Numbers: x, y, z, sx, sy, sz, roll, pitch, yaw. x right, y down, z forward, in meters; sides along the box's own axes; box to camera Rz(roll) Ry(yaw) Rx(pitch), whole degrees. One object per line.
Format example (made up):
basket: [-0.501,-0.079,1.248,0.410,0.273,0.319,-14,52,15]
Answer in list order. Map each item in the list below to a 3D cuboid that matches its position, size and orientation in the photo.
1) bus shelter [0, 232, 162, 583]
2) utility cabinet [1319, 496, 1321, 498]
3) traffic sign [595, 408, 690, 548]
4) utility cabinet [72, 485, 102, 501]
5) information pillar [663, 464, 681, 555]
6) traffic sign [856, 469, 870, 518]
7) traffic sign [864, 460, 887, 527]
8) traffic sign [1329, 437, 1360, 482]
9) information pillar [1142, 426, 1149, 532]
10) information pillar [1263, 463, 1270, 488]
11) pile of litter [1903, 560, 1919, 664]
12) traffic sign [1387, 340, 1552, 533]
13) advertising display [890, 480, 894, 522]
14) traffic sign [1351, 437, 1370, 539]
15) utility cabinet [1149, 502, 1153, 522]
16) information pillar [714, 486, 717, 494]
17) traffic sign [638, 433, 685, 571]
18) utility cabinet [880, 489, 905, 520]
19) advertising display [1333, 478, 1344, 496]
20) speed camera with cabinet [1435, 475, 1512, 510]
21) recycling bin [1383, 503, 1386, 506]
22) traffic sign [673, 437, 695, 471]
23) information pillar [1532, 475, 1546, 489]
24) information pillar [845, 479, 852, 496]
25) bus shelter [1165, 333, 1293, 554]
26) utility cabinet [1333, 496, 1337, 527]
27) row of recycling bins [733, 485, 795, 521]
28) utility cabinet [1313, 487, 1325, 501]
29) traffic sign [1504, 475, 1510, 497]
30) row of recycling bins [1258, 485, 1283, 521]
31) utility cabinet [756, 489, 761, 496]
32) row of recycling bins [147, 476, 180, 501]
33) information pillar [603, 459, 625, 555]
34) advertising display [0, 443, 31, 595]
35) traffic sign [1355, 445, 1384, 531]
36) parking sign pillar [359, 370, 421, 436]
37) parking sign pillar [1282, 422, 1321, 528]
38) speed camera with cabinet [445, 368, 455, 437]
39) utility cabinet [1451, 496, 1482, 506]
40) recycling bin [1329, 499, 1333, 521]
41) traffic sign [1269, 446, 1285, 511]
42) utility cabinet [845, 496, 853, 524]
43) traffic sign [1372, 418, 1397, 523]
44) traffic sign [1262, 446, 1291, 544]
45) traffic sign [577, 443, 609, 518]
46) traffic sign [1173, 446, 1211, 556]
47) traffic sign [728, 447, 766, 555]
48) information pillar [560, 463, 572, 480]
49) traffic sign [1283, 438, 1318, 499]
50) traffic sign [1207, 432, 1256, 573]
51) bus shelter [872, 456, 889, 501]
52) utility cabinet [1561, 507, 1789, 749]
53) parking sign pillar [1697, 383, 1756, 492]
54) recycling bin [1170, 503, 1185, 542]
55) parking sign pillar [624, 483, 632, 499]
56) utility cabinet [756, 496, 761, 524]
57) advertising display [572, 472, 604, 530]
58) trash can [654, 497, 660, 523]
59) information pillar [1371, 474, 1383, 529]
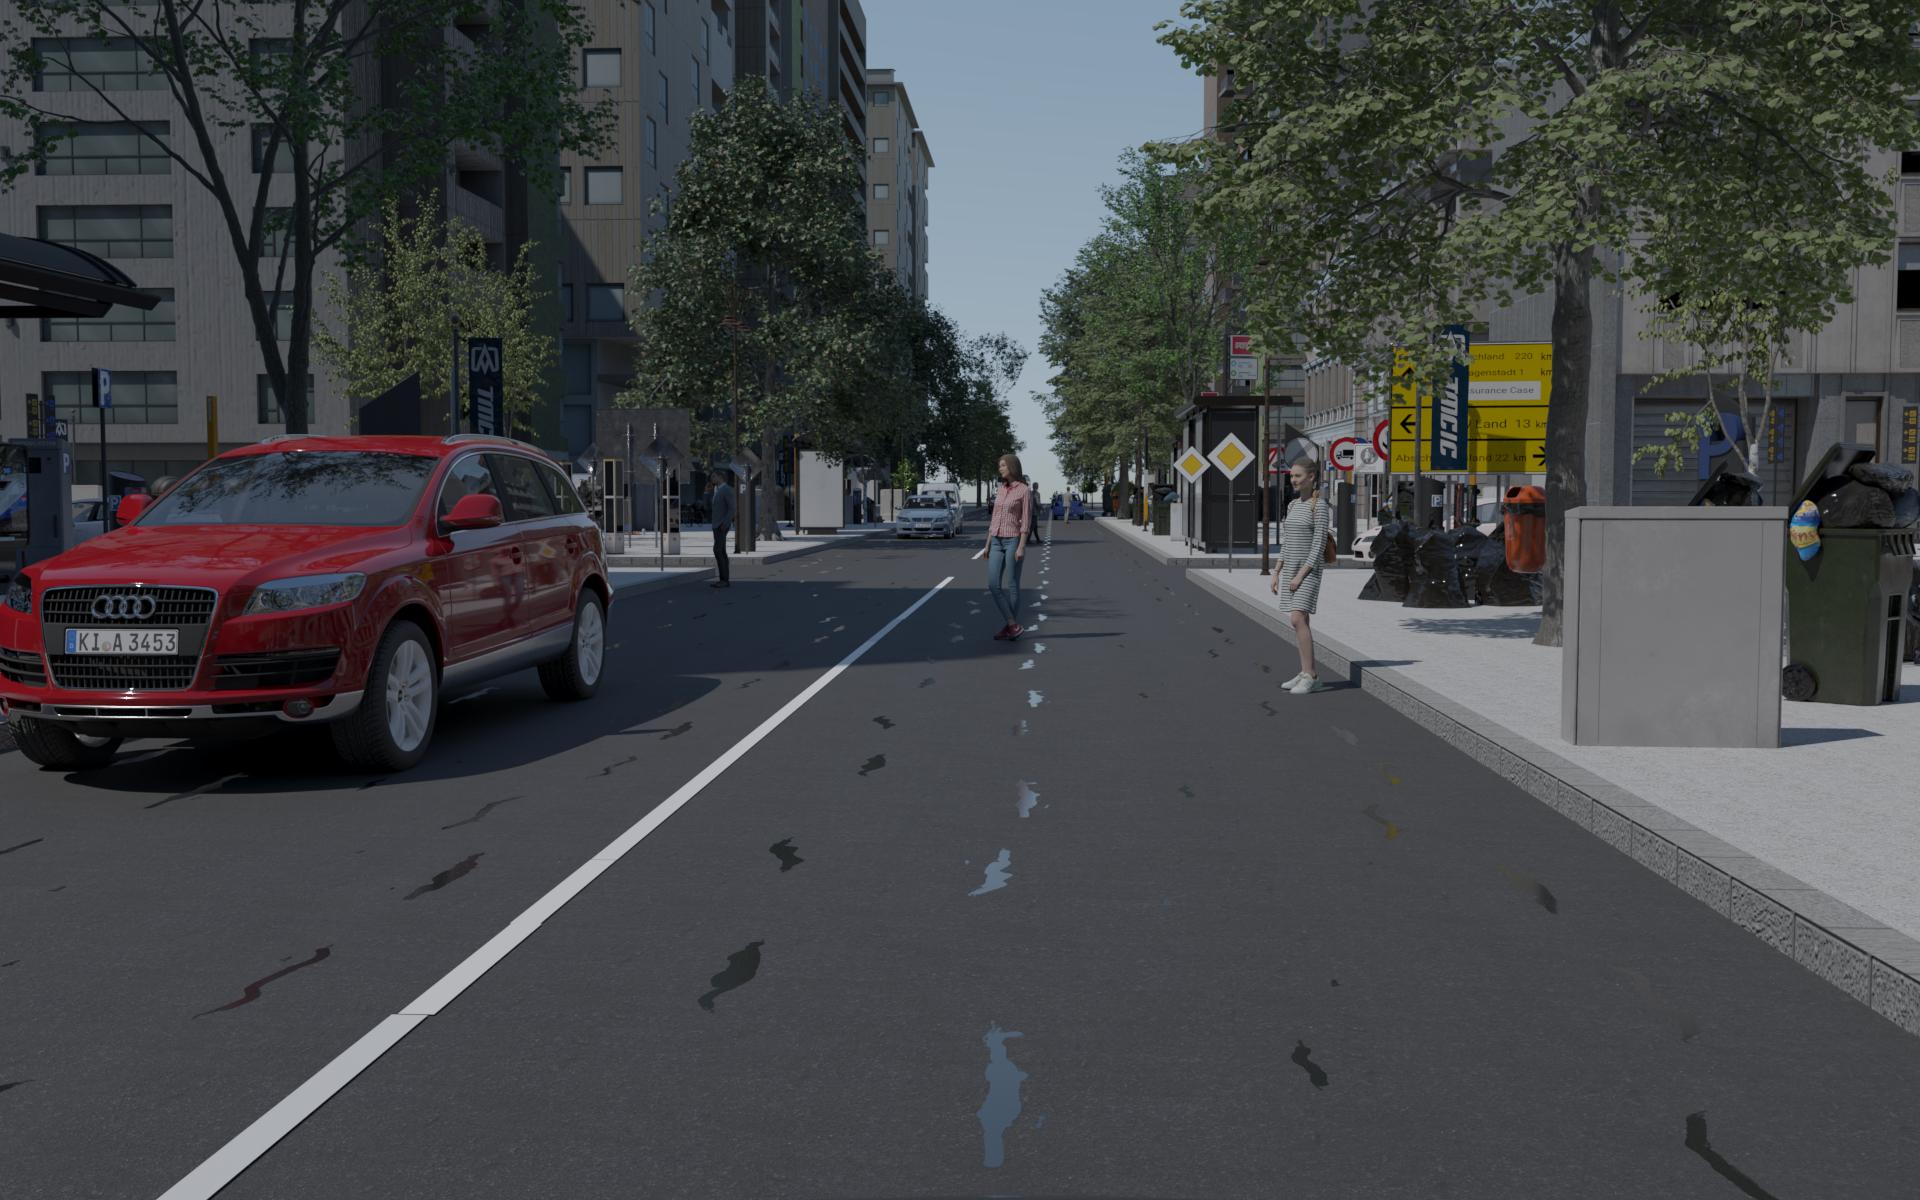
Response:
bus shelter: [-7.582,-1.063,11.305,2.014,3.302,5.546,0,4,3]
utility cabinet: [9.348,-2.169,46.624,0.306,1.237,1.020,-1,4,-15]
traffic sign: [-7.547,-2.893,41.170,2.265,3.308,0.079,0,4,4]
utility cabinet: [-22.122,-2.128,43.471,1.173,1.500,0.318,0,4,-1]
information pillar: [-6.083,-1.951,36.383,0.304,2.012,0.304,-3,5,-42]
traffic sign: [-4.815,-5.301,86.777,0.768,2.556,0.104,0,4,6]
traffic sign: [-3.252,-4.064,66.454,0.884,2.594,0.081,0,4,8]
traffic sign: [8.601,-2.357,38.636,0.768,2.556,0.104,0,4,6]
information pillar: [6.356,-4.149,59.198,0.183,3.616,0.504,0,3,0]
information pillar: [19.299,-7.195,108.992,0.504,3.616,0.183,-1,4,-18]
pile of litter: [7.635,0.019,13.660,1.176,0.858,1.719,2,4,32]
traffic sign: [6.886,-1.793,23.189,2.265,3.308,0.079,1,4,11]
advertising display: [-3.147,-4.579,80.081,0.123,1.923,0.974,0,4,-5]
traffic sign: [8.904,-2.376,38.960,0.768,2.556,0.104,1,4,12]
utility cabinet: [8.989,-4.138,78.810,1.020,1.237,0.306,2,4,24]
information pillar: [-8.051,-3.269,57.947,0.304,2.012,0.304,-1,4,-14]
traffic sign: [-4.935,-1.530,28.653,0.795,2.450,0.064,0,4,3]
utility cabinet: [-3.238,-4.560,83.240,1.173,1.500,0.318,2,4,25]
advertising display: [17.588,-4.588,80.228,0.123,1.923,0.974,3,5,44]
speed camera with cabinet: [11.781,-2.730,38.976,2.038,3.252,0.660,2,4,28]
recycling bin: [12.631,-2.270,49.667,0.722,1.027,0.722,-2,4,-27]
traffic sign: [-6.468,-2.420,39.566,0.884,2.594,0.081,1,4,13]
information pillar: [8.306,-2.017,24.327,0.504,3.616,0.183,1,4,13]
information pillar: [-5.392,-4.800,82.973,0.304,2.012,0.304,-3,4,-36]
bus shelter: [6.268,-3.883,41.113,2.179,5.291,8.768,0,4,3]
utility cabinet: [14.623,-3.414,66.977,0.306,1.237,1.020,1,4,19]
row of recycling bins: [-9.135,-4.587,82.109,3.534,1.692,1.069,-2,4,-27]
utility cabinet: [10.563,-2.674,52.402,0.318,1.500,1.173,-1,4,-22]
traffic sign: [8.334,-1.607,26.388,0.768,2.556,0.104,0,4,6]
row of recycling bins: [14.446,-4.567,81.775,3.534,1.692,1.069,2,4,28]
utility cabinet: [-9.418,-4.333,79.528,0.318,1.500,1.173,3,4,38]
row of recycling bins: [-17.834,-2.014,40.044,1.069,1.692,3.534,2,4,35]
information pillar: [-7.330,-1.970,36.701,0.304,2.012,0.304,2,4,28]
advertising display: [-12.184,-1.027,22.005,0.123,1.923,0.974,0,4,7]
traffic sign: [8.337,-2.031,35.329,0.606,2.300,0.079,1,4,13]
parking sign pillar: [-12.344,-2.994,37.430,1.447,3.967,1.447,-3,4,-36]
parking sign pillar: [12.874,-4.687,65.108,1.447,3.967,1.447,0,4,-1]
speed camera with cabinet: [-7.404,-1.979,26.688,0.660,3.252,2.038,-2,4,-30]
utility cabinet: [16.205,-2.716,55.575,1.020,1.237,0.306,0,4,4]
recycling bin: [18.012,-4.340,83.510,0.722,1.027,0.722,2,4,28]
traffic sign: [8.459,-2.811,46.061,0.768,2.556,0.104,1,4,10]
utility cabinet: [-4.732,-3.906,75.029,0.306,1.237,1.020,-1,4,-22]
traffic sign: [7.199,-1.748,28.679,0.768,2.556,0.104,1,4,11]
traffic sign: [8.220,-2.729,44.615,0.884,2.594,0.081,0,4,8]
traffic sign: [-8.250,-2.312,38.981,0.795,2.450,0.064,1,4,12]
traffic sign: [4.824,-1.986,36.107,0.795,2.450,0.064,0,4,3]
traffic sign: [-4.506,-2.017,36.627,0.795,2.450,0.064,0,4,3]
information pillar: [-9.300,-2.212,40.661,0.304,2.012,0.304,3,5,42]
traffic sign: [7.742,-2.405,39.428,0.768,2.556,0.104,1,4,12]
traffic sign: [4.395,-1.498,28.133,0.795,2.450,0.064,0,4,3]
bus shelter: [-4.937,-5.873,89.954,2.014,3.302,5.546,0,4,3]
utility cabinet: [3.646,0.139,8.883,1.020,1.237,0.306,0,4,5]
parking sign pillar: [18.263,-3.232,41.307,1.447,3.967,1.447,-2,4,-26]
recycling bin: [6.207,-2.112,47.078,0.722,1.027,0.722,3,5,43]
parking sign pillar: [-14.451,-5.255,74.393,1.447,3.967,1.447,1,4,13]
utility cabinet: [-8.477,-3.874,74.506,1.020,1.237,0.306,-2,4,-26]
advertising display: [-10.983,-2.793,50.880,0.974,1.923,0.123,0,4,-4]
trash can: [-13.254,-3.957,76.343,0.748,1.137,0.748,0,3,0]
information pillar: [14.499,-3.410,60.238,0.304,2.012,0.304,-3,5,-44]
